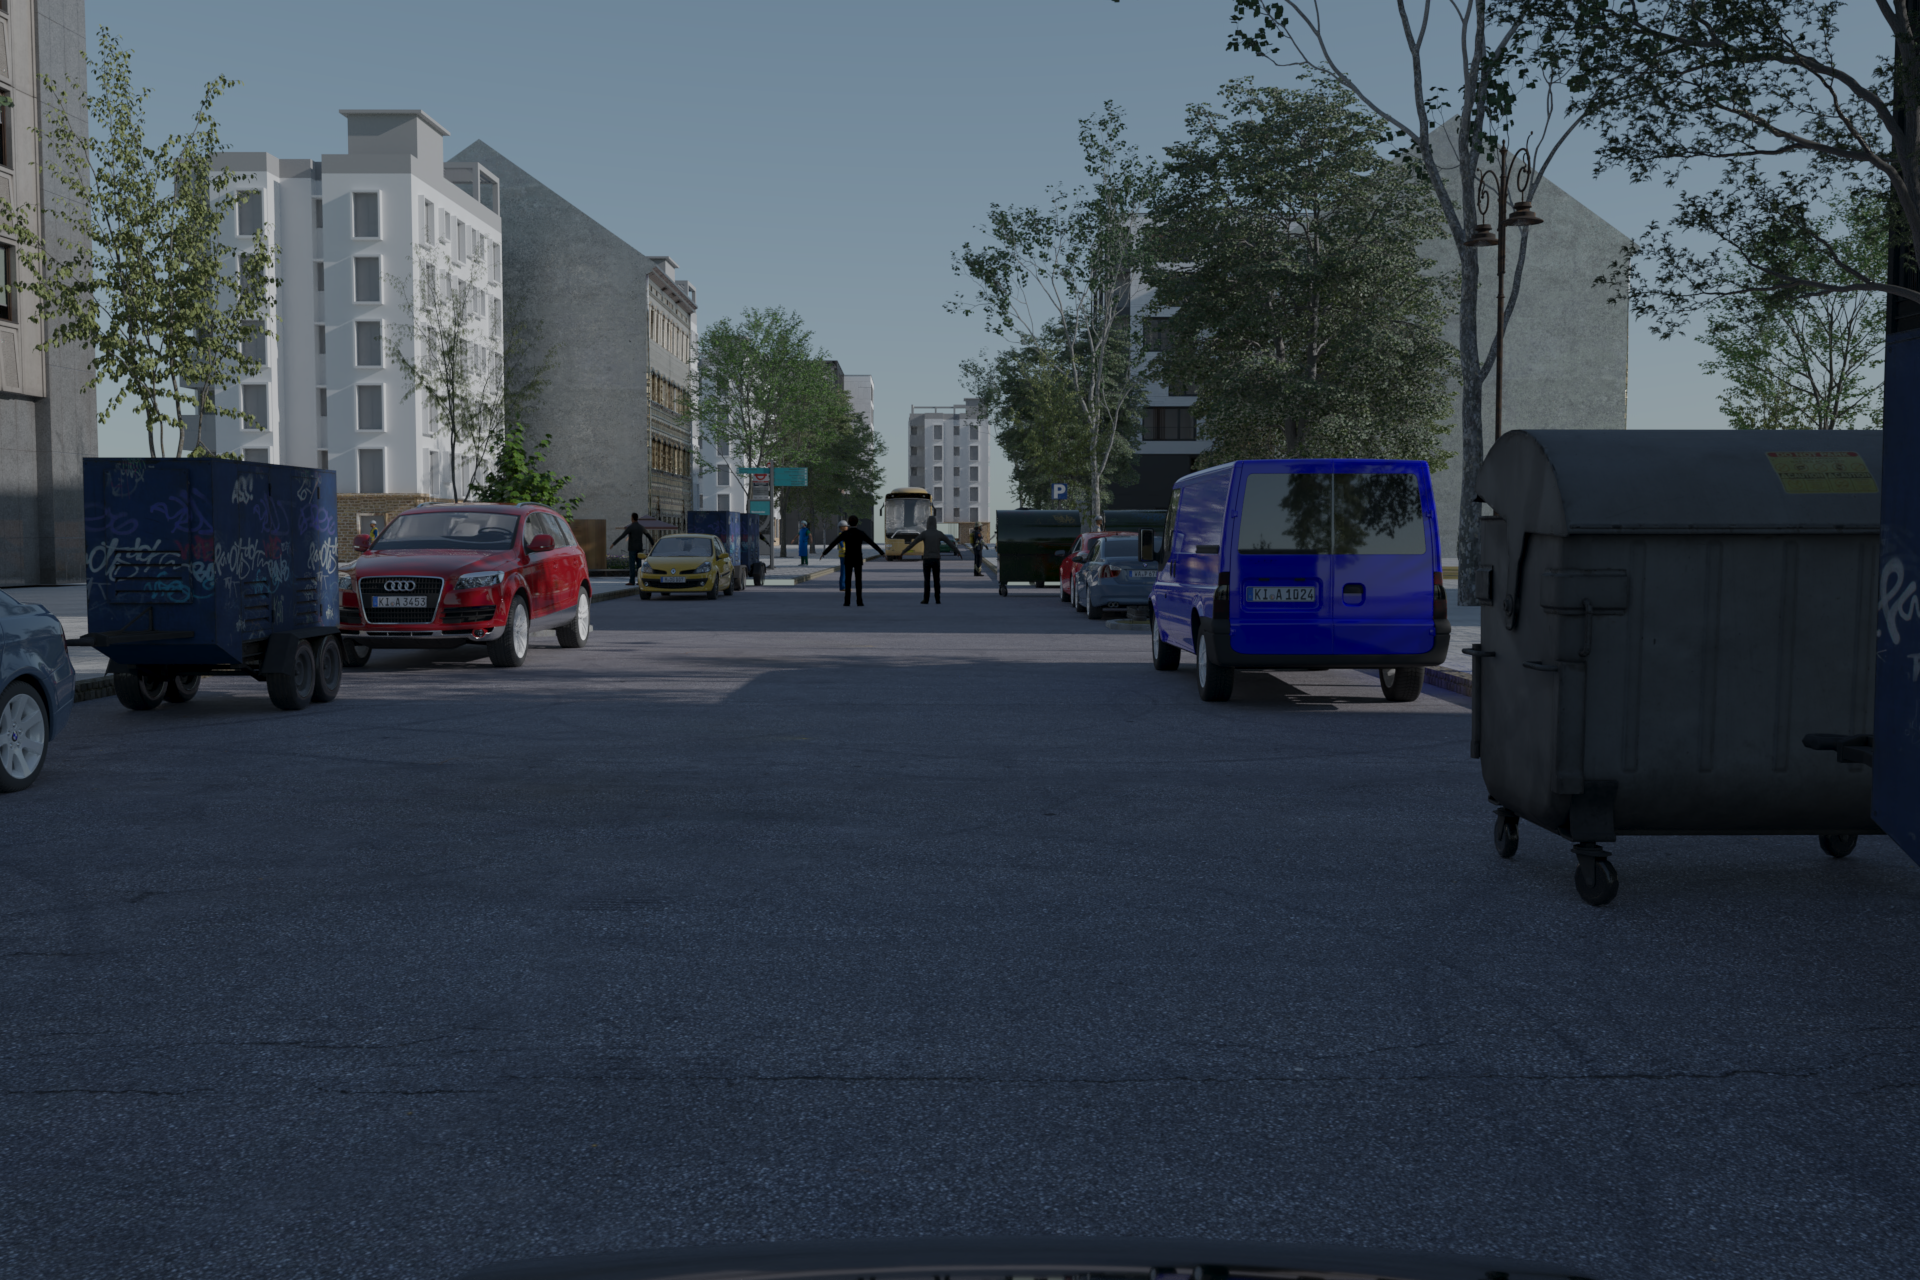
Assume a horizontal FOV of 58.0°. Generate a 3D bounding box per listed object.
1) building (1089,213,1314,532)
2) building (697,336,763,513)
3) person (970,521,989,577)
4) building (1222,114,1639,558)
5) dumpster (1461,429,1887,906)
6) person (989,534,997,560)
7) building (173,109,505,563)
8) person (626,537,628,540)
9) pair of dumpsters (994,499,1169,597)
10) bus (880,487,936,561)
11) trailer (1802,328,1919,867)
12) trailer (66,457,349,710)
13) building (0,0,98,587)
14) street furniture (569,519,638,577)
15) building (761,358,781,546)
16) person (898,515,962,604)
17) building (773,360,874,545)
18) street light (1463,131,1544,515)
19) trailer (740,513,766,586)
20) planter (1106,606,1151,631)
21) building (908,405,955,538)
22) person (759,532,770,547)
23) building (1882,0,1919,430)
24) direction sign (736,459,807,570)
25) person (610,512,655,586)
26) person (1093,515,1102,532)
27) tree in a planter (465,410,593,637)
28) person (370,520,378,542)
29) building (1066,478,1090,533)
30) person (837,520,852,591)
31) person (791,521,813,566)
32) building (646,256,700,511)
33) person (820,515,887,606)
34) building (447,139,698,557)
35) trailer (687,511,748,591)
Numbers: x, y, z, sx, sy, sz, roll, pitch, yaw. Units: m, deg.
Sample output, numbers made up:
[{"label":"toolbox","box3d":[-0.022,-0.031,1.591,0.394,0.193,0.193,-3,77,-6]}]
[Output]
[{"label":"building","box3d":[23.269,-17.293,126.719,27.936,21.610,32.646,0,4,0]},{"label":"building","box3d":[-25.390,-18.951,166.275,16.016,20.090,11.380,0,4,0]},{"label":"person","box3d":[0.636,-3.075,58.511,0.705,1.856,1.354,-1,4,-19]},{"label":"building","box3d":[25.898,-16.468,100.181,19.493,23.208,18.063,0,4,0]},{"label":"dumpster","box3d":[3.139,0.065,7.147,1.865,1.857,1.264,0,4,-1]},{"label":"person","box3d":[2.009,-4.827,85.110,1.347,1.806,0.705,-2,4,-35]},{"label":"building","box3d":[-28.991,-13.591,78.626,16.016,20.090,11.380,0,4,0]},{"label":"person","box3d":[-16.643,-4.913,87.130,0.721,1.733,1.217,0,4,0]},{"label":"pair of dumpsters","box3d":[3.008,-2.147,40.051,4.436,2.255,1.574,0,4,-1]},{"label":"bus","box3d":[-2.691,-6.296,94.491,2.896,3.916,12.252,0,4,0]},{"label":"trailer","box3d":[3.147,0.168,4.299,1.471,1.999,3.904,0,4,-1]},{"label":"trailer","box3d":[-6.046,-0.404,13.654,1.471,1.999,3.904,0,4,-1]},{"label":"building","box3d":[-27.921,-13.220,33.402,12.078,24.872,19.932,0,4,1]},{"label":"street furniture","box3d":[-12.583,-2.932,54.796,9.812,1.723,11.010,-1,4,-17]},{"label":"building","box3d":[-25.202,-19.966,182.867,16.016,20.090,11.380,0,4,-1]},{"label":"person","box3d":[-0.587,-1.648,35.533,1.348,1.813,0.705,-1,4,-13]},{"label":"building","box3d":[-25.282,-22.977,219.649,27.936,21.610,32.646,0,4,-1]},{"label":"street light","box3d":[6.364,-2.915,20.452,0.468,5.910,1.993,0,4,-1]},{"label":"trailer","box3d":[-6.208,-2.477,47.544,1.471,1.999,3.904,0,3,0]},{"label":"planter","box3d":[3.262,-0.334,26.593,1.991,0.319,1.994,0,4,0]},{"label":"building","box3d":[-6.969,-23.570,244.247,11.380,20.090,16.016,0,4,-2]},{"label":"person","box3d":[-6.329,-2.804,51.614,1.354,1.858,0.705,-1,4,-14]},{"label":"building","box3d":[26.294,-12.281,29.463,12.332,23.479,15.834,0,4,0]},{"label":"direction sign","box3d":[-6.737,-4.516,62.603,2.525,3.948,1.411,0,4,-1]},{"label":"person","box3d":[-8.126,-2.274,43.244,0.705,1.821,1.348,3,5,44]},{"label":"person","box3d":[4.227,-2.859,52.606,0.705,1.847,1.347,0,4,7]},{"label":"tree in a planter","box3d":[-6.418,-1.700,25.023,1.991,3.239,1.994,0,4,0]},{"label":"person","box3d":[-23.731,-3.917,70.004,0.705,1.833,1.349,-2,4,-31]},{"label":"building","box3d":[23.343,-23.826,220.480,19.493,23.208,18.063,0,3,0]},{"label":"person","box3d":[-2.833,-2.109,43.399,0.721,1.772,1.216,0,4,4]},{"label":"person","box3d":[-6.302,-3.882,69.595,0.704,1.817,1.347,-3,5,-42]},{"label":"building","box3d":[-24.827,-16.071,119.177,16.016,20.090,11.380,0,4,0]},{"label":"person","box3d":[-2.116,-1.575,34.388,1.347,1.806,0.705,0,4,-2]},{"label":"building","box3d":[-26.926,-16.821,105.952,19.493,23.208,18.063,0,4,-1]},{"label":"trailer","box3d":[-6.198,-2.209,43.168,1.471,1.999,3.904,0,3,0]}]
